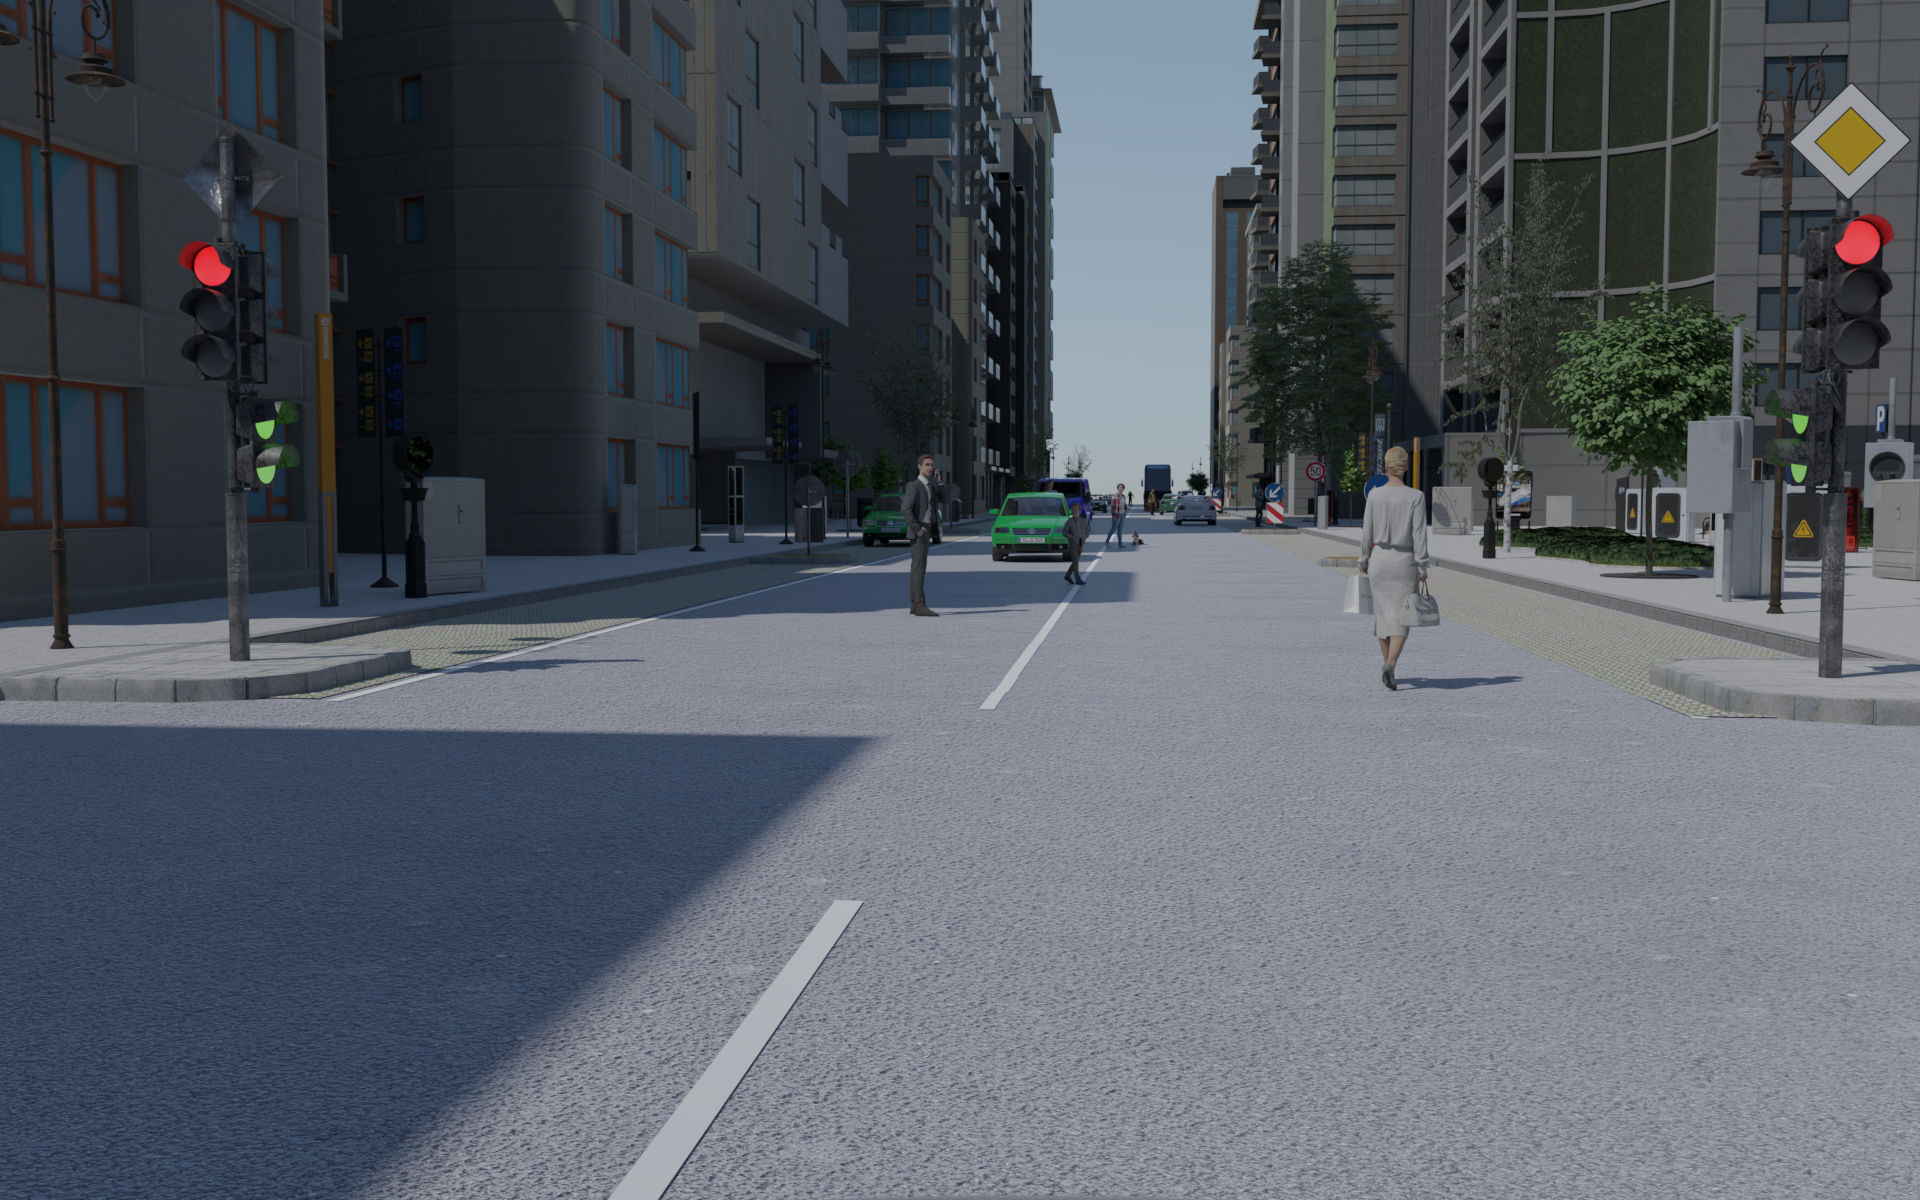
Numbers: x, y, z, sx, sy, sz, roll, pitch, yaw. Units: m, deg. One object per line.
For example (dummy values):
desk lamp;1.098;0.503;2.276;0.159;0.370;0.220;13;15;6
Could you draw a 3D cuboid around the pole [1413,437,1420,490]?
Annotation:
pole;16.458;-4.198;62.477;0.158;3.312;0.155;0;3;0

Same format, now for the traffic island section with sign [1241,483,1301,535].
traffic island section with sign;11.052;-3.248;61.728;1.989;1.847;2.006;0;4;6

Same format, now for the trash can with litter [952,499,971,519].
trash can with litter;0.038;-4.705;88.309;1.055;1.170;0.624;1;4;22

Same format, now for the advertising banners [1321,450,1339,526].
advertising banners;14.891;-4.503;69.808;0.090;3.025;2.074;2;4;33

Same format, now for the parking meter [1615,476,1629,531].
parking meter;21.671;-3.119;56.704;0.399;1.863;0.255;2;4;33

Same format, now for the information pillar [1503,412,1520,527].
information pillar;15.706;-3.546;49.332;0.183;3.616;0.504;-2;4;-31

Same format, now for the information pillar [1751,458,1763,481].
information pillar;16.373;-1.919;35.874;0.304;2.012;0.304;-2;4;-29

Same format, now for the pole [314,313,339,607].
pole;-7.198;-1.579;19.665;0.158;3.312;0.155;0;3;0

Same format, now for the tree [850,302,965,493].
tree;-2.114;-7.151;67.287;4.360;8.622;3.978;0;3;0

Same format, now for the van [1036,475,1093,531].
van;3.825;-3.669;64.374;2.240;2.365;5.245;0;4;8

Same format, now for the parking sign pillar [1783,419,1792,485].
parking sign pillar;29.491;-4.421;60.753;1.447;3.967;1.447;0;4;6

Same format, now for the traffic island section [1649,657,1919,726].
traffic island section;6.108;0.622;12.116;2.009;0.180;2.903;0;4;6

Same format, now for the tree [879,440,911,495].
tree;-2.725;-4.134;62.196;1.663;3.219;1.824;0;3;0

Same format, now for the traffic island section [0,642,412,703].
traffic island section;-5.567;0.546;13.356;2.009;0.180;2.903;0;4;6

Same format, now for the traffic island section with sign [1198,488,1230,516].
traffic island section with sign;16.285;-6.263;111.030;1.989;1.847;2.006;0;4;6

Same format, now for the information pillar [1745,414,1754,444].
information pillar;19.739;-3.189;43.496;0.183;3.616;0.504;0;4;-4

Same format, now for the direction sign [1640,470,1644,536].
direction sign;18.938;-3.428;48.052;0.379;3.537;0.876;3;4;36

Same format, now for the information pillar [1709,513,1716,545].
information pillar;17.071;-2.105;38.910;0.304;2.012;0.304;-3;5;-42

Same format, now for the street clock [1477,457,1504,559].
street clock;10.514;-1.821;34.352;0.471;2.002;0.358;-1;4;-17

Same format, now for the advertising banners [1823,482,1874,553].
advertising banners;19.370;-2.539;37.703;2.074;3.025;0.090;1;4;19

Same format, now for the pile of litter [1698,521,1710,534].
pile of litter;24.479;-2.524;55.236;1.719;0.858;1.176;1;4;21

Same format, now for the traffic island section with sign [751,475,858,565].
traffic island section with sign;-3.174;-1.671;35.947;1.989;1.847;2.006;0;4;6

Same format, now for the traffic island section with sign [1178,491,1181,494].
traffic island section with sign;27.918;-12.961;220.536;1.989;1.847;2.006;0;4;6

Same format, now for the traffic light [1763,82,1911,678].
traffic light;6.069;-1.412;12.006;0.839;4.253;0.868;0;4;6

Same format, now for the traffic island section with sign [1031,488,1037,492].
traffic island section with sign;4.964;-6.352;112.479;1.989;1.847;2.006;0;4;6

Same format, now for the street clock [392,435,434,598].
street clock;-6.719;-1.025;21.333;0.358;2.002;0.471;2;4;27

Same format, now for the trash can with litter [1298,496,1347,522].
trash can with litter;16.644;-4.189;79.547;2.233;1.210;1.678;1;4;9

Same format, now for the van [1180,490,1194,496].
van;24.886;-11.193;190.010;2.013;2.044;4.112;0;4;6

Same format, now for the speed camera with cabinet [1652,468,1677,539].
speed camera with cabinet;19.277;-3.127;45.459;2.038;3.252;0.660;3;5;41

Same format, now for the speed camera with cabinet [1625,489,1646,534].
speed camera with cabinet;21.985;-3.719;55.142;0.660;3.252;2.038;0;4;-8

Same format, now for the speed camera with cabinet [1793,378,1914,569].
speed camera with cabinet;15.191;-2.167;29.768;2.038;3.252;0.660;2;4;35

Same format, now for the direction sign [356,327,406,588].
direction sign;-7.931;-1.943;23.767;0.876;3.537;0.379;2;4;28

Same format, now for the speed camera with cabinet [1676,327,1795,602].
speed camera with cabinet;9.546;-1.646;21.255;0.660;3.252;2.038;3;5;42

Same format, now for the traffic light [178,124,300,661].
traffic light;-5.529;-1.486;13.217;0.839;4.253;0.868;0;4;6

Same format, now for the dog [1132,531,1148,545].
dog;5.057;-1.734;48.543;0.748;0.427;0.550;-1;4;-20

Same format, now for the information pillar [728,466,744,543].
information pillar;-5.888;-2.512;45.558;0.304;2.012;0.304;-3;5;-44

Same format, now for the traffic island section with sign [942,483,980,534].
traffic island section with sign;-0.302;-3.322;62.939;1.989;1.847;2.006;0;4;6

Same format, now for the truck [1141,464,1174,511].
truck;17.257;-9.841;150.666;2.967;4.110;18.799;0;4;6

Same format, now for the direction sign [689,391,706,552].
direction sign;-5.885;-2.857;38.704;0.379;3.537;0.876;-1;4;-16

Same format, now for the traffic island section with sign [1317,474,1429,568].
traffic island section with sign;8.152;-1.576;34.388;1.989;1.847;2.006;0;4;6

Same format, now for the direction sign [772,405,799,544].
direction sign;-4.448;-3.196;44.246;0.876;3.537;0.379;2;4;35

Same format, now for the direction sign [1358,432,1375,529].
direction sign;14.951;-4.382;63.649;0.379;3.537;0.876;-2;4;-32
